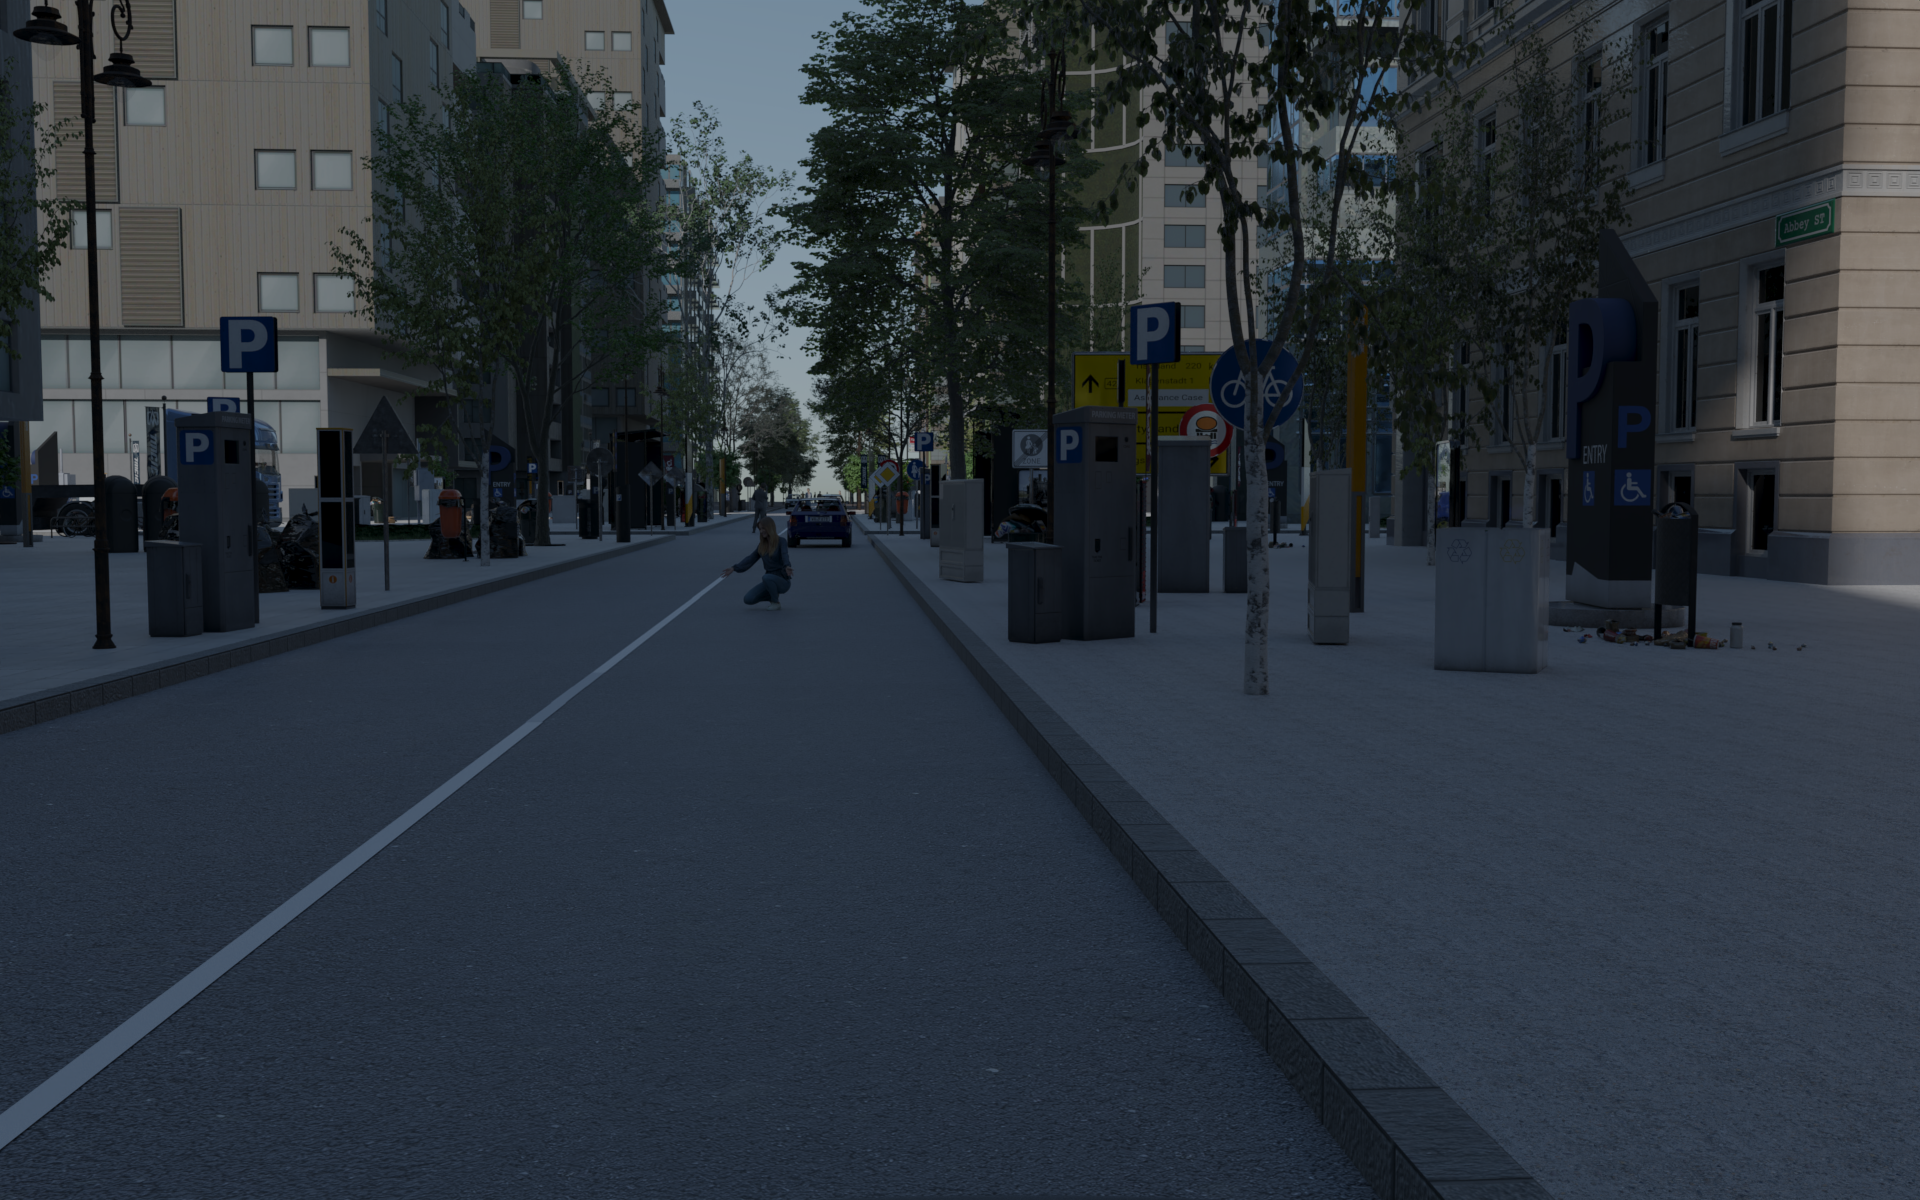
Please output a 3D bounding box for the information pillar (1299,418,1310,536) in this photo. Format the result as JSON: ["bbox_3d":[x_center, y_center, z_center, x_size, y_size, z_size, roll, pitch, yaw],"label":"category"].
[{"bbox_3d":[10.658,-3.795,53.404,0.183,3.616,0.504,2,4,34],"label":"information pillar"}]

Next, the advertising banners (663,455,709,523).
[{"bbox_3d":[-12.353,-5.010,78.103,2.074,3.025,0.090,-1,4,-19],"label":"advertising banners"}]

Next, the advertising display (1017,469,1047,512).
[{"bbox_3d":[1.949,-2.399,44.430,0.974,1.923,0.123,1,4,22],"label":"advertising display"}]

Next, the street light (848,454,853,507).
[{"bbox_3d":[-10.919,-12.452,176.384,0.468,5.910,1.993,0,4,-4],"label":"street light"}]

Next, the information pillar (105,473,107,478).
[{"bbox_3d":[-29.983,-3.427,60.524,0.304,2.012,0.304,-3,5,-43],"label":"information pillar"}]

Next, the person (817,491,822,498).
[{"bbox_3d":[-15.058,-10.890,187.079,0.617,1.759,0.750,2,4,28],"label":"person"}]

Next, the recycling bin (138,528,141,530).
[{"bbox_3d":[-29.331,-3.072,62.786,0.722,1.027,0.722,1,4,21],"label":"recycling bin"}]

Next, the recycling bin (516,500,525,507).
[{"bbox_3d":[-19.630,-3.967,77.419,0.722,1.027,0.722,-2,4,-30],"label":"recycling bin"}]

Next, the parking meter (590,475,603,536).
[{"bbox_3d":[-11.098,-2.888,52.927,0.399,1.863,0.255,-1,4,-14],"label":"parking meter"}]

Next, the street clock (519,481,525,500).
[{"bbox_3d":[-24.054,-5.539,95.127,0.358,2.002,0.471,-1,4,-17],"label":"street clock"}]

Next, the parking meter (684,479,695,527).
[{"bbox_3d":[-10.674,-3.825,68.247,0.399,1.863,0.255,0,4,1],"label":"parking meter"}]

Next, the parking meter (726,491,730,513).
[{"bbox_3d":[-15.825,-6.669,117.456,0.372,1.533,0.369,0,3,0],"label":"parking meter"}]

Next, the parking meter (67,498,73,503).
[{"bbox_3d":[-31.465,-3.217,61.014,0.372,1.533,0.369,0,3,0],"label":"parking meter"}]

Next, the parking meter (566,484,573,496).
[{"bbox_3d":[-22.179,-5.669,98.405,0.399,1.863,0.255,-1,4,-18],"label":"parking meter"}]

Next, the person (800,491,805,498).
[{"bbox_3d":[-20.629,-13.393,227.562,1.348,1.812,0.705,1,4,12],"label":"person"}]

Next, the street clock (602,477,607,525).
[{"bbox_3d":[-14.855,-4.107,71.715,0.471,2.002,0.358,1,4,9],"label":"street clock"}]

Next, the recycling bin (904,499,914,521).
[{"bbox_3d":[-2.575,-4.234,81.780,0.722,1.027,0.722,0,4,6],"label":"recycling bin"}]

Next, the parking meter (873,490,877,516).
[{"bbox_3d":[-4.945,-5.753,102.478,0.372,1.533,0.369,0,3,0],"label":"parking meter"}]

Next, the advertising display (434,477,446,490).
[{"bbox_3d":[-19.516,-3.630,64.572,0.974,1.923,0.123,3,4,37],"label":"advertising display"}]

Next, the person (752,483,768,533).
[{"bbox_3d":[-7.375,-3.398,63.859,0.655,1.846,0.447,1,4,14],"label":"person"}]

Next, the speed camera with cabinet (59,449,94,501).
[{"bbox_3d":[-38.468,-4.972,75.632,2.038,3.252,0.660,1,4,11],"label":"speed camera with cabinet"}]

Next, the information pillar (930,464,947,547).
[{"bbox_3d":[-0.520,-2.287,41.892,0.304,2.012,0.304,2,4,31],"label":"information pillar"}]

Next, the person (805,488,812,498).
[{"bbox_3d":[-9.833,-6.354,112.411,0.581,1.822,0.654,0,4,-3],"label":"person"}]

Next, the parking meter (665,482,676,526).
[{"bbox_3d":[-11.583,-3.890,69.308,0.399,1.863,0.255,0,4,-8],"label":"parking meter"}]

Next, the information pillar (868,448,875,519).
[{"bbox_3d":[-4.479,-5.900,87.821,0.183,3.616,0.504,2,4,29],"label":"information pillar"}]

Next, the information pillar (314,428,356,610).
[{"bbox_3d":[-6.946,-0.906,19.297,0.304,2.012,0.304,0,4,1],"label":"information pillar"}]

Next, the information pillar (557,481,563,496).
[{"bbox_3d":[-22.328,-5.646,96.806,0.304,2.012,0.304,-1,4,-16],"label":"information pillar"}]

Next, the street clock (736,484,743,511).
[{"bbox_3d":[-16.426,-7.613,129.049,0.358,2.002,0.471,3,4,38],"label":"street clock"}]

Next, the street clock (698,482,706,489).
[{"bbox_3d":[-15.533,-6.105,104.389,0.471,2.002,0.358,1,4,14],"label":"street clock"}]

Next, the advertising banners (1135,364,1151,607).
[{"bbox_3d":[2.157,-1.486,20.476,0.090,3.025,2.074,1,4,11],"label":"advertising banners"}]

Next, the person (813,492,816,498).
[{"bbox_3d":[-22.628,-15.942,269.705,0.434,1.755,0.990,0,4,-3],"label":"person"}]

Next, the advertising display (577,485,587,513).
[{"bbox_3d":[-25.944,-6.986,119.432,0.974,1.923,0.123,-1,4,-17],"label":"advertising display"}]

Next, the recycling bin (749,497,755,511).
[{"bbox_3d":[-15.423,-7.215,130.524,0.722,1.027,0.722,2,4,33],"label":"recycling bin"}]

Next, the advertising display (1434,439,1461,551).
[{"bbox_3d":[5.868,-0.959,20.887,0.123,1.923,0.974,0,4,5],"label":"advertising display"}]

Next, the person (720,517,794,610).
[{"bbox_3d":[-2.347,-0.452,21.389,1.012,1.151,0.738,3,4,39],"label":"person"}]

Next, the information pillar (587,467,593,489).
[{"bbox_3d":[-20.222,-6.319,94.665,0.504,3.616,0.183,3,5,45],"label":"information pillar"}]

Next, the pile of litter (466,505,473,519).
[{"bbox_3d":[-24.585,-4.508,87.678,1.719,0.858,1.176,2,4,23],"label":"pile of litter"}]

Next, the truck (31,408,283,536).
[{"bbox_3d":[-30.633,-3.967,54.620,18.799,4.110,2.967,0,4,-6],"label":"truck"}]

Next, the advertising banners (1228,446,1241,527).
[{"bbox_3d":[9.951,-4.065,62.643,0.090,3.025,2.074,1,4,20],"label":"advertising banners"}]

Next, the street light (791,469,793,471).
[{"bbox_3d":[-24.893,-17.356,256.553,0.468,5.910,1.993,0,4,-4],"label":"street light"}]

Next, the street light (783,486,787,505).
[{"bbox_3d":[-22.200,-15.178,220.947,0.468,5.910,1.993,0,4,-4],"label":"street light"}]

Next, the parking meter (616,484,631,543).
[{"bbox_3d":[-8.920,-2.291,45.866,0.372,1.533,0.369,0,3,0],"label":"parking meter"}]

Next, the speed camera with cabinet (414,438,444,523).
[{"bbox_3d":[-18.719,-4.085,61.118,0.660,3.252,2.038,-2,4,-31],"label":"speed camera with cabinet"}]

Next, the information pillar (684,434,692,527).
[{"bbox_3d":[-10.582,-4.659,67.523,0.183,3.616,0.504,1,4,13],"label":"information pillar"}]

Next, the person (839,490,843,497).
[{"bbox_3d":[-8.955,-7.310,129.028,0.512,1.701,0.522,1,4,18],"label":"person"}]

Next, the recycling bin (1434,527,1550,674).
[{"bbox_3d":[3.925,-0.013,12.761,0.722,1.027,0.722,2,4,25],"label":"recycling bin"}]

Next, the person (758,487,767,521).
[{"bbox_3d":[-8.809,-4.184,77.006,0.767,1.812,0.694,-1,4,-13],"label":"person"}]

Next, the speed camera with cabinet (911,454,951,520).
[{"bbox_3d":[-1.352,-5.534,84.823,2.038,3.252,0.660,0,4,-3],"label":"speed camera with cabinet"}]
